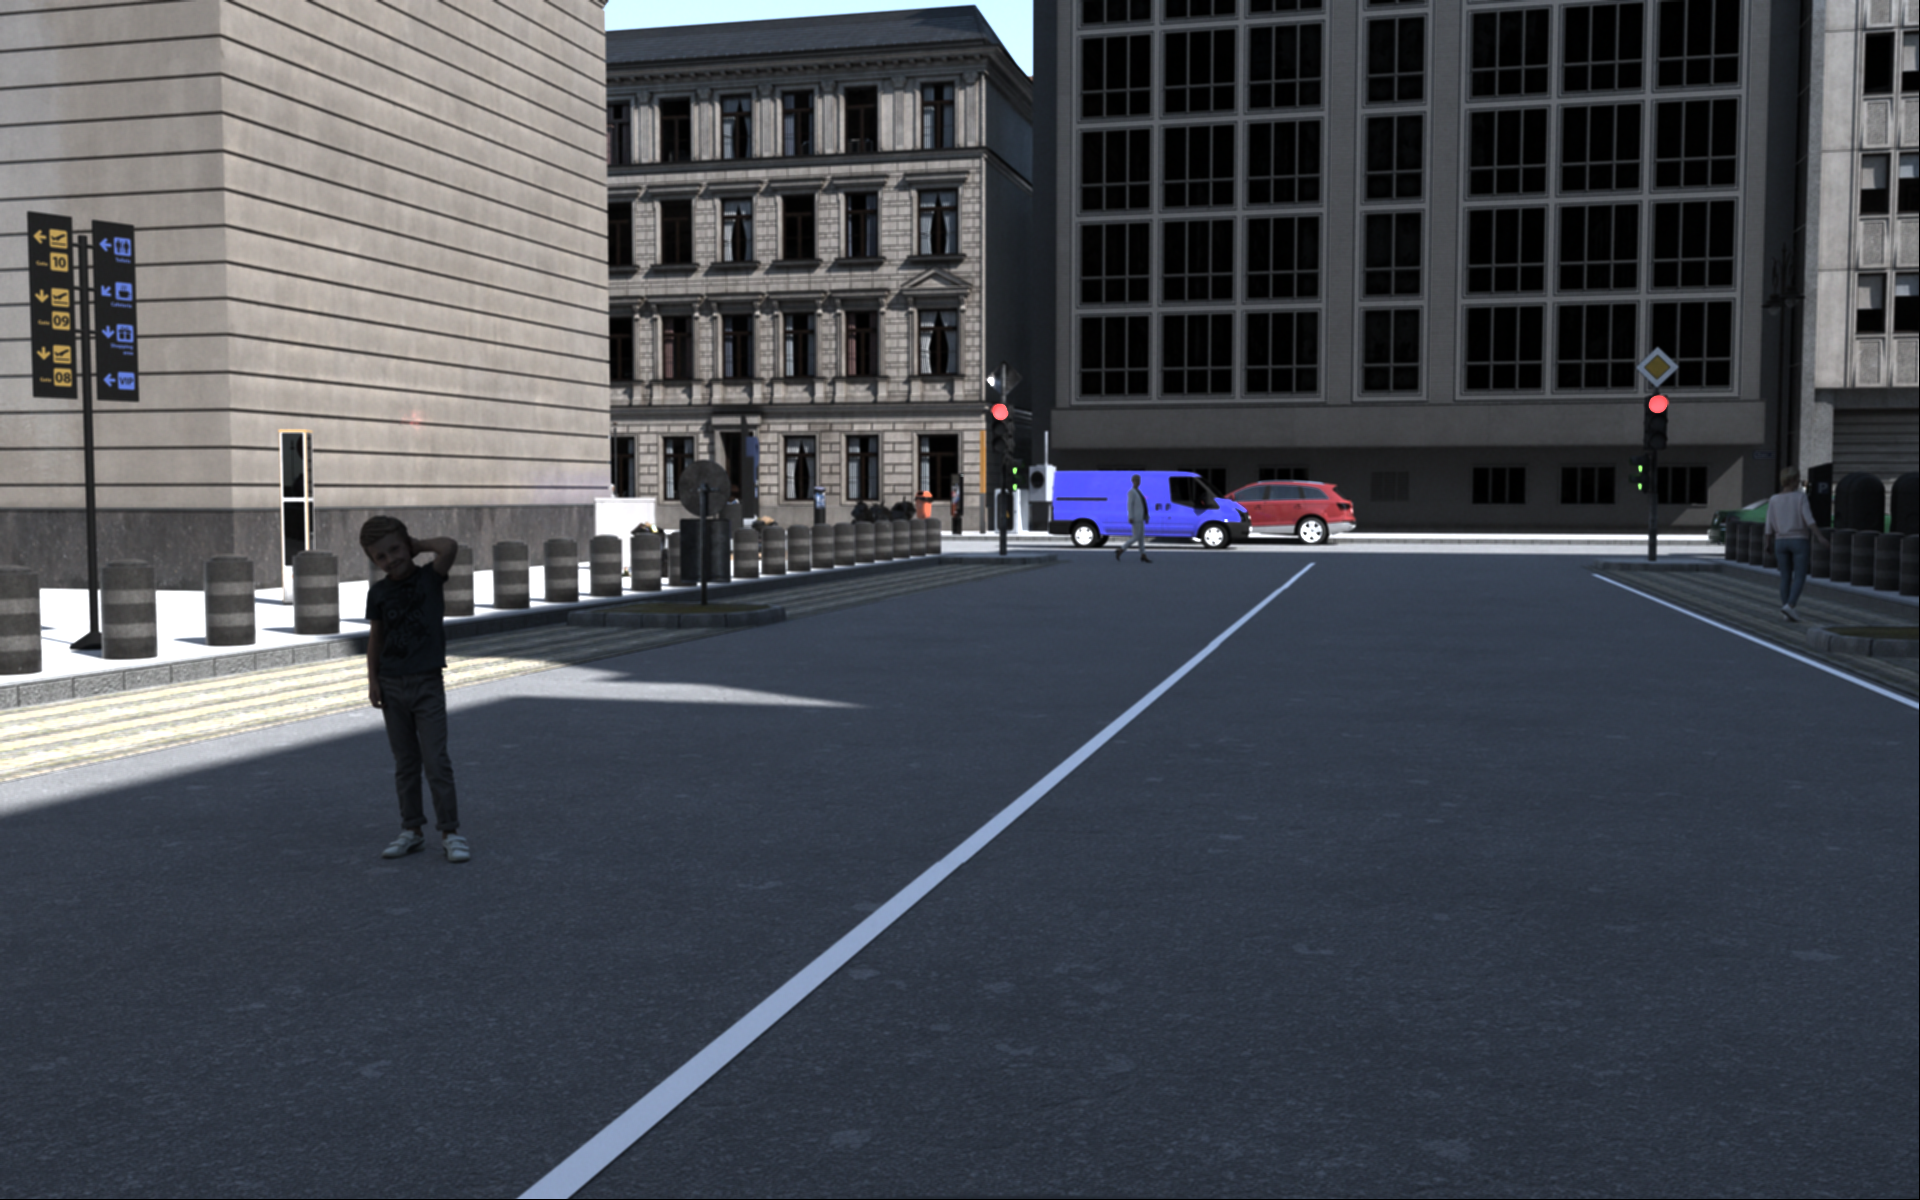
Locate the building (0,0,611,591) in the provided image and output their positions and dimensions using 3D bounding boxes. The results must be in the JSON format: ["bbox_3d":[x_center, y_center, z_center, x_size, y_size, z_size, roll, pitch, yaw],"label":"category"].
[{"bbox_3d":[-19.839,-14.262,30.446,25.104,27.353,12.463,1,4,14],"label":"building"}]

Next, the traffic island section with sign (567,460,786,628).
[{"bbox_3d":[-3.043,-0.654,19.328,1.989,1.847,2.006,1,4,14],"label":"traffic island section with sign"}]

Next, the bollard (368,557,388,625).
[{"bbox_3d":[-5.625,-0.145,17.085,0.404,0.777,0.398,0,3,0],"label":"bollard"}]

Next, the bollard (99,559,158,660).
[{"bbox_3d":[-6.511,0.070,13.567,0.404,0.777,0.398,0,3,0],"label":"bollard"}]

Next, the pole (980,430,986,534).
[{"bbox_3d":[0.734,-3.769,55.470,0.158,3.312,0.155,0,3,0],"label":"pole"}]

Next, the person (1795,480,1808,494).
[{"bbox_3d":[22.630,-2.318,46.524,0.853,1.813,0.709,-1,4,-19],"label":"person"}]

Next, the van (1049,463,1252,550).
[{"bbox_3d":[5.063,-2.534,45.811,5.245,2.365,2.240,1,4,15],"label":"van"}]

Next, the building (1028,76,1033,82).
[{"bbox_3d":[15.887,-32.157,180.398,28.867,44.769,22.147,1,4,14],"label":"building"}]

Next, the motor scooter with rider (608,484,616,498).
[{"bbox_3d":[-10.209,-2.615,51.725,1.986,1.779,0.876,1,4,16],"label":"motor scooter with rider"}]

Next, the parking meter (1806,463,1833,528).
[{"bbox_3d":[16.064,-1.633,32.409,0.399,1.863,0.255,0,4,3],"label":"parking meter"}]

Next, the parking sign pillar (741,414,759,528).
[{"bbox_3d":[-7.149,-4.313,58.996,1.447,3.967,1.447,0,4,1],"label":"parking sign pillar"}]

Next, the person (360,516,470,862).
[{"bbox_3d":[-2.144,0.341,6.833,0.435,1.345,0.340,0,4,-5],"label":"person"}]

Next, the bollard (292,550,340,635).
[{"bbox_3d":[-5.916,-0.073,15.916,0.404,0.777,0.398,0,3,0],"label":"bollard"}]

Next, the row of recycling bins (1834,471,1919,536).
[{"bbox_3d":[17.685,-1.468,31.114,3.534,1.692,1.069,1,4,22],"label":"row of recycling bins"}]

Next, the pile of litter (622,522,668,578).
[{"bbox_3d":[-4.712,-0.799,27.032,1.719,0.858,1.176,3,4,37],"label":"pile of litter"}]

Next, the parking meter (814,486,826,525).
[{"bbox_3d":[-4.567,-2.936,56.420,0.372,1.533,0.369,0,3,0],"label":"parking meter"}]

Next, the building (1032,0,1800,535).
[{"bbox_3d":[15.311,-16.353,60.880,24.014,27.812,14.314,1,4,14],"label":"building"}]

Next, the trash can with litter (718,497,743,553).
[{"bbox_3d":[-4.448,-1.561,36.584,2.233,1.210,1.678,0,4,-5],"label":"trash can with litter"}]

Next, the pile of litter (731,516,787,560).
[{"bbox_3d":[-3.863,-1.216,33.853,1.719,0.858,1.176,1,4,18],"label":"pile of litter"}]

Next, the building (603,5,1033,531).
[{"bbox_3d":[-6.771,-12.289,65.552,19.286,19.102,10.561,1,4,14],"label":"building"}]

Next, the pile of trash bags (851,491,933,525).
[{"bbox_3d":[-2.157,-2.908,57.300,3.447,1.369,1.912,3,5,45],"label":"pile of trash bags"}]

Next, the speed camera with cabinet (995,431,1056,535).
[{"bbox_3d":[2.056,-3.705,54.919,2.038,3.252,0.660,3,4,38],"label":"speed camera with cabinet"}]

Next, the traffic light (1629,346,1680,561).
[{"bbox_3d":[13.251,-2.701,33.087,0.839,4.253,0.868,1,4,14],"label":"traffic light"}]

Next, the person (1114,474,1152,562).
[{"bbox_3d":[3.633,-1.704,36.236,0.818,1.842,0.514,0,4,5],"label":"person"}]

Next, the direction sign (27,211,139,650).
[{"bbox_3d":[-7.207,-1.365,14.323,0.379,3.537,0.876,2,4,34],"label":"direction sign"}]

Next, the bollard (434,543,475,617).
[{"bbox_3d":[-5.329,-0.216,18.250,0.404,0.777,0.398,0,3,0],"label":"bollard"}]

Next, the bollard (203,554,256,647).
[{"bbox_3d":[-6.212,-0.001,14.735,0.404,0.777,0.398,0,3,0],"label":"bollard"}]

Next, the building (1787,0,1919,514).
[{"bbox_3d":[36.530,-14.510,55.262,19.932,24.808,12.078,1,4,14],"label":"building"}]

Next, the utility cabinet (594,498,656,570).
[{"bbox_3d":[-5.697,-1.120,29.474,1.020,1.237,0.306,-1,4,-13],"label":"utility cabinet"}]

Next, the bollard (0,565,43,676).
[{"bbox_3d":[-6.805,0.142,12.401,0.404,0.777,0.398,0,3,0],"label":"bollard"}]

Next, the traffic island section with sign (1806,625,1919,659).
[{"bbox_3d":[8.906,-0.437,15.769,1.989,1.847,2.006,1,4,14],"label":"traffic island section with sign"}]

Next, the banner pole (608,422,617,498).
[{"bbox_3d":[-12.081,-4.266,59.769,0.863,3.779,0.401,-3,5,-42],"label":"banner pole"}]

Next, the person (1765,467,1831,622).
[{"bbox_3d":[9.347,-0.625,19.385,0.731,1.740,0.598,3,5,39],"label":"person"}]

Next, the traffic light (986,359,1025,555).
[{"bbox_3d":[0.920,-2.890,36.168,0.839,4.253,0.868,1,4,14],"label":"traffic light"}]
